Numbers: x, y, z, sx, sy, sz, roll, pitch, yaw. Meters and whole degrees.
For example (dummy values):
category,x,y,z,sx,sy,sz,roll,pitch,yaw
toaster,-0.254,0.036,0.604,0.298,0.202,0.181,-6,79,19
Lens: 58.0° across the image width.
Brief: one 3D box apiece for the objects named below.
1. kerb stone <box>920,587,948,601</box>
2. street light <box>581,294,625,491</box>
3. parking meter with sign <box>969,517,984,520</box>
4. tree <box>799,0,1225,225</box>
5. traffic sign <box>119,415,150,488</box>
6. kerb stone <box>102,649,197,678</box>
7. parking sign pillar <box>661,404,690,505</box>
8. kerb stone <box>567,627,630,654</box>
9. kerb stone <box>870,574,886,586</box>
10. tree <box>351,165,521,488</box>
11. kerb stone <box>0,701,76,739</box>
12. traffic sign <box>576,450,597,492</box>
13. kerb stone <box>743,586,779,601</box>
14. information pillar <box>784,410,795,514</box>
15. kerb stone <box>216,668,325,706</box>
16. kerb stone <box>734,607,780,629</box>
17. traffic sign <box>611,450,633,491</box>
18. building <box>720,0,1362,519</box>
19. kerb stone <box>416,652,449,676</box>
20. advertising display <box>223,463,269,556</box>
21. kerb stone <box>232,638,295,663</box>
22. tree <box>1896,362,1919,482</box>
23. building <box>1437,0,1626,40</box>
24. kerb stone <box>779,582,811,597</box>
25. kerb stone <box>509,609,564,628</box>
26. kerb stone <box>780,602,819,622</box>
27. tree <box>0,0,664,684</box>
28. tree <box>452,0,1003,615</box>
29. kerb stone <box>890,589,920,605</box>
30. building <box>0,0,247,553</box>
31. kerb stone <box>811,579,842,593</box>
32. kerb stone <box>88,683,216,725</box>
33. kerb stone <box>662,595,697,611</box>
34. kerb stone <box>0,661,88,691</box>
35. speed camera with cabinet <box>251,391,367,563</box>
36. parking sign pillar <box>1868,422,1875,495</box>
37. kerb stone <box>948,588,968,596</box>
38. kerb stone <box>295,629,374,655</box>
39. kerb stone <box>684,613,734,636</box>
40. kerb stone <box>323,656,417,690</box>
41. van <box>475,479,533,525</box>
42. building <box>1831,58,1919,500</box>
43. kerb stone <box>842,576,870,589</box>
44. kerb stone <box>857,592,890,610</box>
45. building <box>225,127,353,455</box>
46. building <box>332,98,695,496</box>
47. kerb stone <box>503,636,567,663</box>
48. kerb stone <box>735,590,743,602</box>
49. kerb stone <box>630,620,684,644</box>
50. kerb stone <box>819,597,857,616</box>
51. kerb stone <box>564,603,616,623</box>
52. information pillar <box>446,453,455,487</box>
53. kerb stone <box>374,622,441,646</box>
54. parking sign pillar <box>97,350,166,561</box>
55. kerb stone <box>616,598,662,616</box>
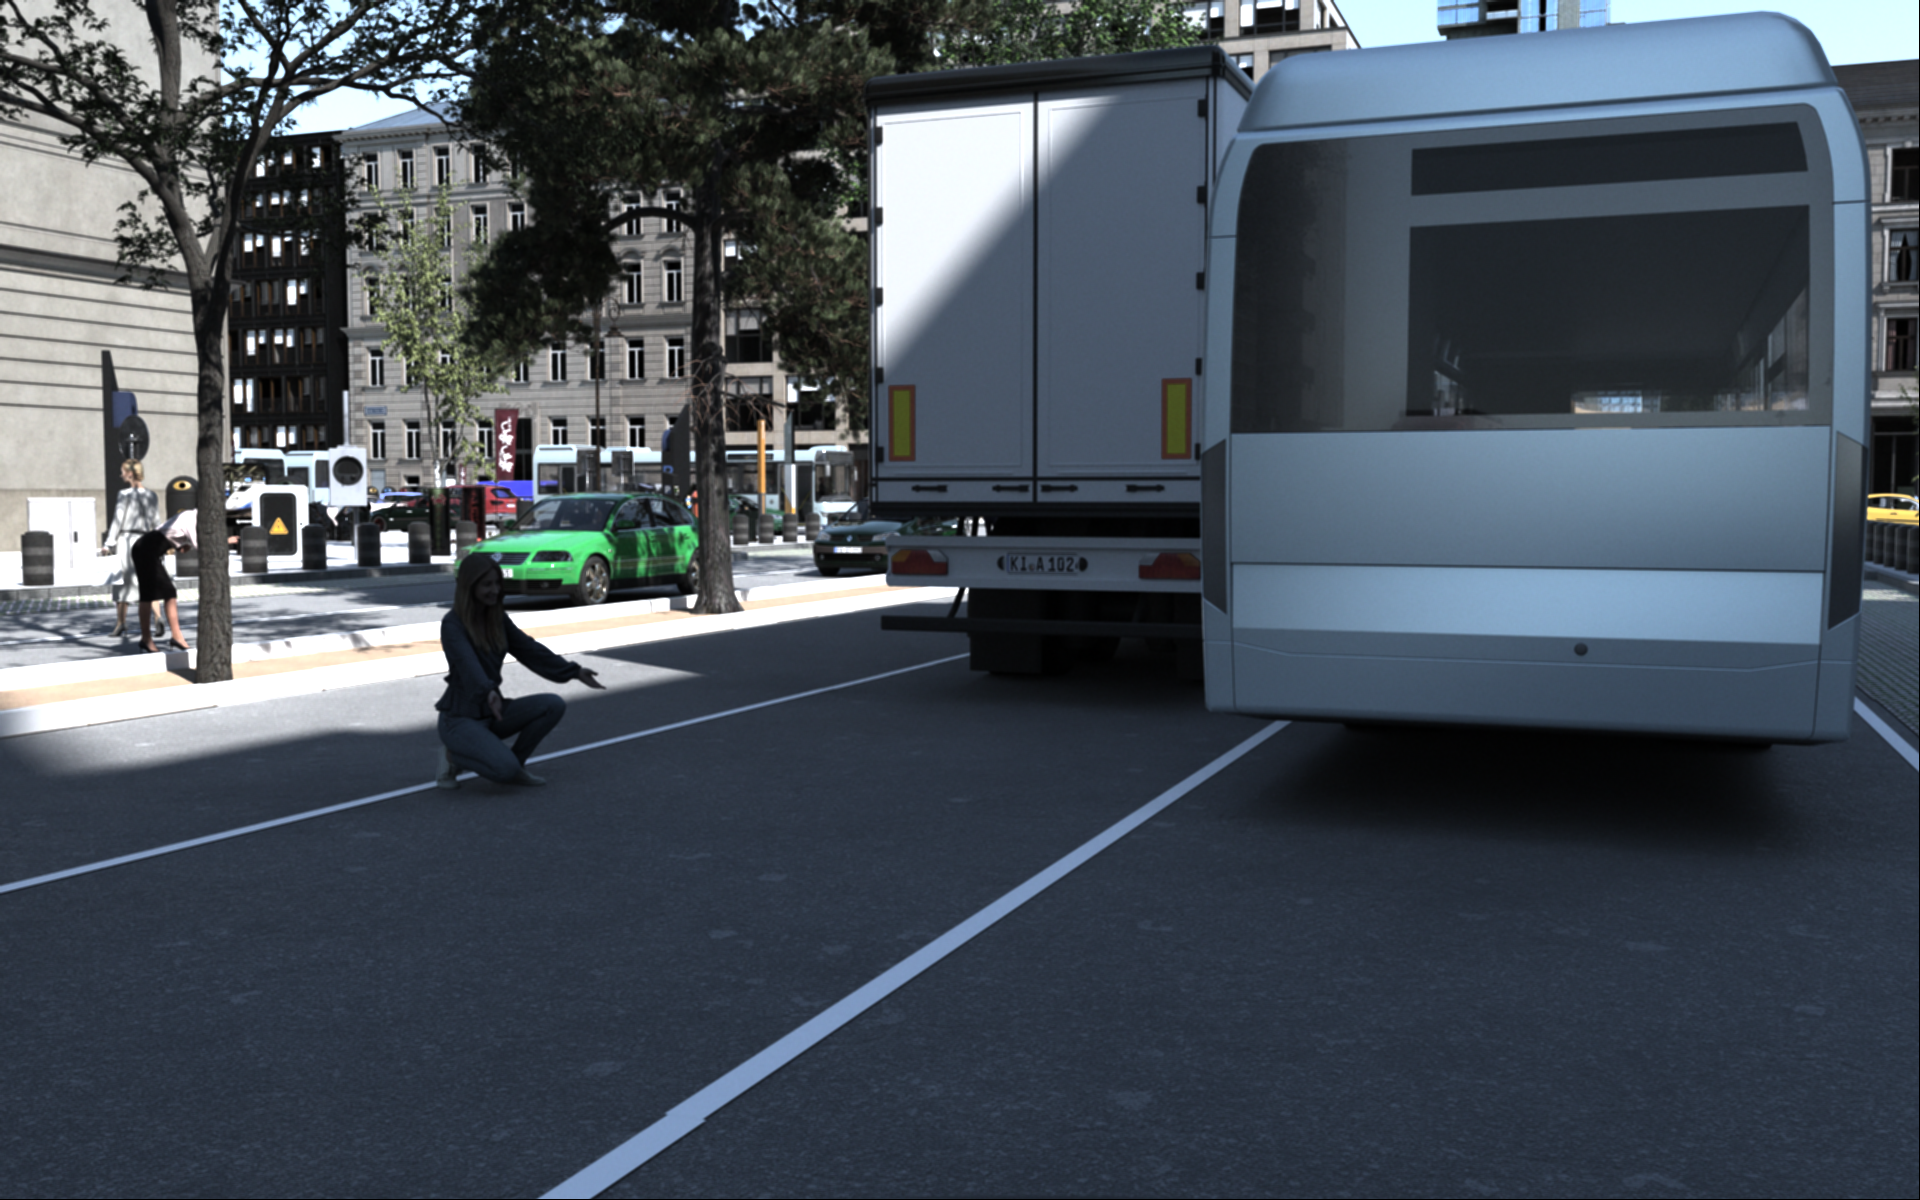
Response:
category,x,y,z,sx,sy,sz,roll,pitch,yaw
kerb stone,-0.432,-0.090,23.694,0.120,0.150,1.000,1,4,21
street light,-7.989,-4.001,38.203,0.468,5.910,1.993,1,4,21
parking meter with sign,0.621,-5.418,84.845,1.738,3.016,0.543,0,4,5
tree,0.813,-6.142,28.632,9.928,11.665,9.643,0,3,0
traffic sign,-13.334,-1.702,27.929,0.768,2.556,0.104,2,4,30
kerb stone,-6.486,0.514,13.842,0.120,0.150,1.000,1,4,21
parking sign pillar,-8.452,-3.858,51.548,1.447,3.967,1.447,1,4,12
kerb stone,-3.400,0.382,16.016,0.120,0.150,1.000,1,4,21
kerb stone,-1.294,-0.311,27.285,0.120,0.150,1.000,1,4,21
tree,-11.717,-5.443,39.354,4.737,8.622,4.395,0,3,0
kerb stone,-5.628,0.730,10.254,0.120,0.150,1.000,1,4,21
traffic sign,-8.577,-2.309,39.874,0.606,2.300,0.079,2,4,24
kerb stone,-2.773,-0.077,23.458,0.120,0.150,1.000,1,4,21
information pillar,-4.743,-3.482,48.288,0.183,3.616,0.504,-2,4,-33
kerb stone,-4.883,0.618,12.168,0.120,0.150,1.000,1,4,21
kerb stone,-2.279,0.202,18.890,0.120,0.150,1.000,1,4,21
traffic sign,-7.932,-2.358,40.685,0.606,2.300,0.079,2,4,24
building,5.782,-17.893,97.066,34.151,26.468,19.350,1,4,21
kerb stone,-4.144,0.497,14.102,0.120,0.150,1.000,1,4,21
advertising display,-14.860,-1.884,36.012,0.974,1.923,0.123,0,4,0
kerb stone,-6.115,0.455,14.809,0.120,0.150,1.000,1,4,21
tree,38.870,-7.152,67.302,4.737,8.622,4.395,0,3,0
building,78.284,-56.707,239.833,31.000,86.520,22.319,1,4,21
kerb stone,-2.410,-0.133,24.417,0.120,0.150,1.000,1,4,21
kerb stone,-4.636,0.221,18.655,0.120,0.150,1.000,1,4,21
kerb stone,-1.918,0.143,19.858,0.120,0.150,1.000,1,4,21
tree,-5.446,-4.655,12.981,8.767,10.594,7.601,1,4,21
tree,-2.991,-5.863,20.378,6.751,12.117,7.091,0,3,0
kerb stone,-0.805,-0.033,22.734,0.120,0.150,1.000,1,4,21
building,-34.391,-12.757,41.868,30.059,22.955,16.112,1,4,21
kerb stone,-2.038,-0.194,25.373,0.120,0.150,1.000,1,4,21
kerb stone,-5.264,0.672,11.214,0.120,0.150,1.000,1,4,21
kerb stone,-3.517,0.041,21.543,0.120,0.150,1.000,1,4,21
kerb stone,-6.864,0.573,12.886,0.120,0.150,1.000,1,4,21
speed camera with cabinet,-12.323,-2.352,32.795,2.038,3.252,0.660,-1,4,-22
parking sign pillar,33.886,-4.720,65.650,1.447,3.967,1.447,2,4,30
kerb stone,-0.060,-0.143,24.650,0.120,0.150,1.000,1,4,21
kerb stone,-5.747,0.394,15.771,0.120,0.150,1.000,1,4,21
kerb stone,-2.662,0.260,17.939,0.120,0.150,1.000,1,4,21
kerb stone,-4.511,0.554,13.133,0.120,0.150,1.000,1,4,21
van,-20.789,-4.612,79.794,5.245,2.365,2.240,1,4,21
building,39.438,-13.987,79.591,40.483,20.767,10.553,1,4,21
kerb stone,-1.662,-0.252,26.328,0.120,0.150,1.000,1,4,21
kerb stone,-1.172,0.028,21.774,0.120,0.150,1.000,1,4,21
building,-42.671,-17.239,111.532,15.834,23.373,12.332,1,4,21
building,-23.257,-18.765,104.068,25.104,27.353,12.463,1,4,21
kerb stone,-3.773,0.441,15.059,0.120,0.150,1.000,1,4,21
kerb stone,-3.147,-0.016,22.500,0.120,0.150,1.000,1,4,21
kerb stone,-3.034,0.321,16.976,0.120,0.150,1.000,1,4,21
kerb stone,-1.536,0.084,20.815,0.120,0.150,1.000,1,4,21
kerb stone,-4.257,0.158,19.620,0.120,0.150,1.000,1,4,21
information pillar,-28.666,-6.496,97.564,0.504,3.616,0.183,-1,4,-18
kerb stone,-5.372,0.334,16.728,0.120,0.150,1.000,1,4,21
parking sign pillar,-16.087,-2.737,33.224,1.447,3.967,1.447,-1,4,-19
kerb stone,-3.889,0.098,20.586,0.120,0.150,1.000,1,4,21
